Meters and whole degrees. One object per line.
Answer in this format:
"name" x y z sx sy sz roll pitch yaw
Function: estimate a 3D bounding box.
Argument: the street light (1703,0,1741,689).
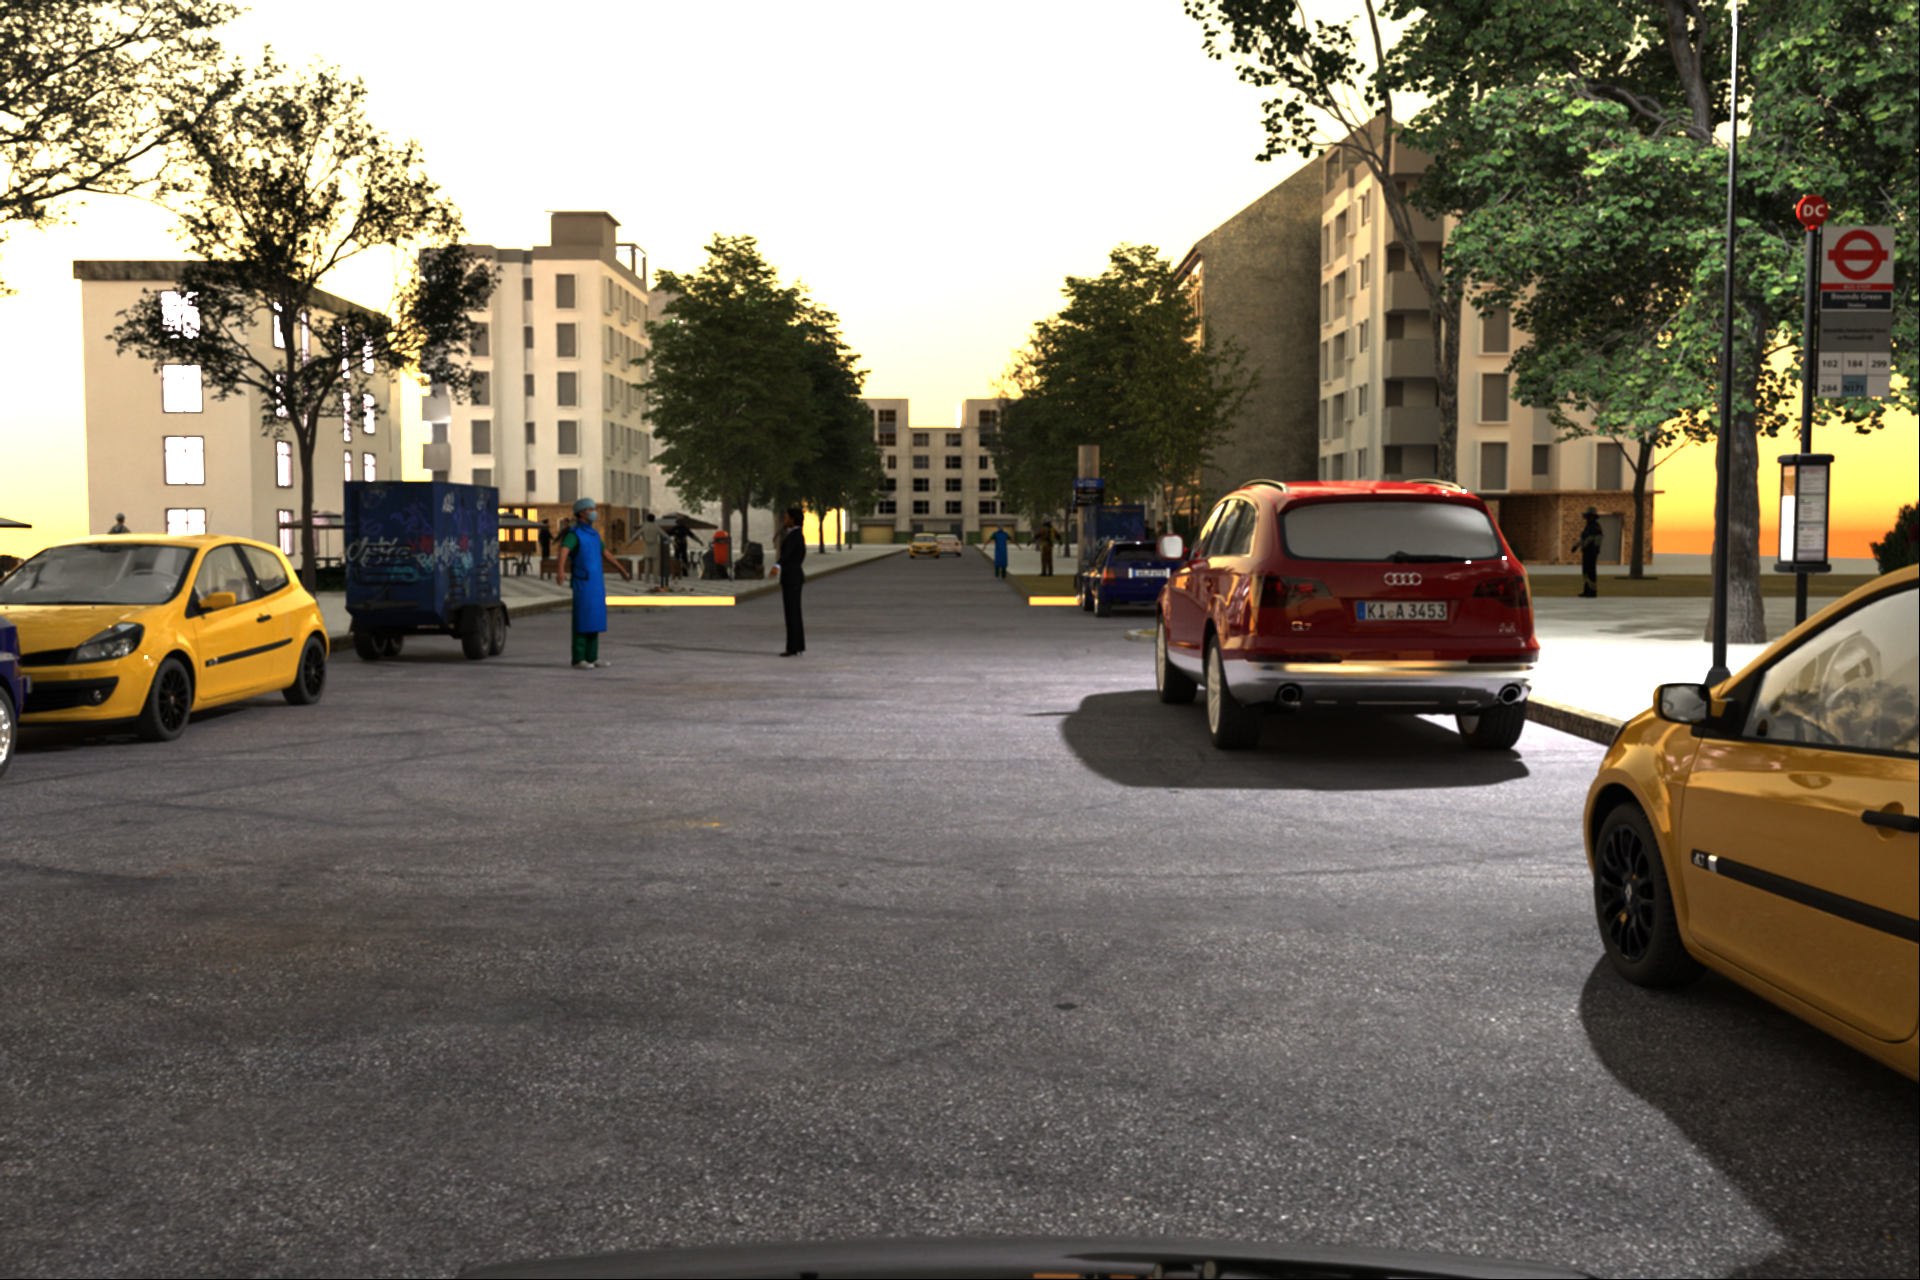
"street light" 6.757 -2.535 13.994 1.470 5.913 1.316 0 4 0

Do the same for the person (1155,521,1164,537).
"person" 6.609 -3.143 58.189 0.721 1.733 1.217 1 4 19

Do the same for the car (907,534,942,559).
"car" -2.066 -5.606 101.881 2.015 1.641 3.980 0 4 0

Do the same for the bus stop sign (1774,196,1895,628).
"bus stop sign" 6.944 -1.533 13.766 0.855 3.939 0.416 0 3 0

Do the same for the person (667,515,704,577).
"person" -8.361 -2.819 51.868 1.354 1.856 0.705 -1 4 -22

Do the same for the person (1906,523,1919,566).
"person" 14.042 -0.986 25.335 0.599 1.438 0.989 2 4 25

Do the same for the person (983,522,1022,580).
"person" 1.298 -2.805 54.438 1.347 1.817 0.704 -1 4 -23

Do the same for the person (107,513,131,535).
"person" -22.878 -2.533 47.274 1.347 1.847 0.705 1 4 16

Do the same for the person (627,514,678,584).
"person" -7.960 -2.358 44.743 1.347 1.806 0.705 0 4 3

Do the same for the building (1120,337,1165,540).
"building" 24.508 -17.843 158.189 16.747 18.905 31.486 0 3 0

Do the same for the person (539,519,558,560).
"person" -15.007 -3.482 62.867 0.705 1.837 1.347 -3 5 -40

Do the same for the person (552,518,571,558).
"person" -13.182 -3.167 57.924 1.346 1.812 0.704 3 5 43

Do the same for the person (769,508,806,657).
"person" -2.039 -0.685 20.376 0.721 1.740 1.216 0 4 8

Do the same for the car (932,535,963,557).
"car" -0.867 -6.041 111.137 2.083 1.381 4.827 0 4 -1

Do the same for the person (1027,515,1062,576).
"person" 2.634 -2.875 52.772 1.354 1.858 0.705 -3 4 -36

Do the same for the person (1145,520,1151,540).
"person" 6.900 -3.564 64.494 0.704 1.802 1.346 0 4 -6

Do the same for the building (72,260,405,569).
"building" -26.529 -7.648 67.190 9.099 9.664 28.070 0 4 -1

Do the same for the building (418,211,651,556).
"building" -25.659 -15.065 102.733 16.016 20.090 11.380 0 3 0

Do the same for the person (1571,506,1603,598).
"person" 12.724 -1.785 35.057 0.704 1.845 1.351 0 4 0

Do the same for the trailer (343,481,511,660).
"trailer" -6.126 -0.752 19.340 1.471 1.999 3.904 0 3 0

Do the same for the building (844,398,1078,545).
"building" 0.206 -22.195 231.806 31.486 18.905 16.747 0 4 -4

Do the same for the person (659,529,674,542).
"person" -11.439 -3.713 66.854 1.345 1.843 0.704 -1 4 -9

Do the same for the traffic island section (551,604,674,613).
"traffic island section" -6.412 -0.575 32.273 1.991 0.108 1.994 0 4 0

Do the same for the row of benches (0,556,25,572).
"row of benches" -26.849 -2.186 51.197 4.104 0.672 1.422 -1 4 -12

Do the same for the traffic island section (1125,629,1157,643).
"traffic island section" 3.287 -0.050 23.678 1.991 0.108 1.994 0 4 1

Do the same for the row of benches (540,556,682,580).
"row of benches" -9.744 -2.035 48.729 4.104 0.672 1.422 1 4 9

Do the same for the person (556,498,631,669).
"person" -3.963 -0.606 18.490 0.704 1.817 1.347 1 4 20

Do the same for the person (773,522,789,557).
"person" -7.445 -4.124 73.553 1.348 1.813 0.705 -3 5 -43

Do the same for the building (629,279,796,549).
"building" -25.087 -20.016 158.191 19.493 23.208 18.063 0 4 1

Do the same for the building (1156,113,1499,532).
"building" 21.977 -16.432 99.584 19.493 23.208 18.063 0 4 0

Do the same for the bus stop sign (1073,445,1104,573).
"bus stop sign" 3.822 -3.825 51.551 0.837 3.901 0.837 0 4 0

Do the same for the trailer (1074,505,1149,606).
"trailer" 3.074 -1.747 35.607 1.471 1.999 3.904 0 4 -1

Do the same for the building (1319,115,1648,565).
"building" 22.862 -13.941 84.348 16.016 20.090 11.380 0 4 0
